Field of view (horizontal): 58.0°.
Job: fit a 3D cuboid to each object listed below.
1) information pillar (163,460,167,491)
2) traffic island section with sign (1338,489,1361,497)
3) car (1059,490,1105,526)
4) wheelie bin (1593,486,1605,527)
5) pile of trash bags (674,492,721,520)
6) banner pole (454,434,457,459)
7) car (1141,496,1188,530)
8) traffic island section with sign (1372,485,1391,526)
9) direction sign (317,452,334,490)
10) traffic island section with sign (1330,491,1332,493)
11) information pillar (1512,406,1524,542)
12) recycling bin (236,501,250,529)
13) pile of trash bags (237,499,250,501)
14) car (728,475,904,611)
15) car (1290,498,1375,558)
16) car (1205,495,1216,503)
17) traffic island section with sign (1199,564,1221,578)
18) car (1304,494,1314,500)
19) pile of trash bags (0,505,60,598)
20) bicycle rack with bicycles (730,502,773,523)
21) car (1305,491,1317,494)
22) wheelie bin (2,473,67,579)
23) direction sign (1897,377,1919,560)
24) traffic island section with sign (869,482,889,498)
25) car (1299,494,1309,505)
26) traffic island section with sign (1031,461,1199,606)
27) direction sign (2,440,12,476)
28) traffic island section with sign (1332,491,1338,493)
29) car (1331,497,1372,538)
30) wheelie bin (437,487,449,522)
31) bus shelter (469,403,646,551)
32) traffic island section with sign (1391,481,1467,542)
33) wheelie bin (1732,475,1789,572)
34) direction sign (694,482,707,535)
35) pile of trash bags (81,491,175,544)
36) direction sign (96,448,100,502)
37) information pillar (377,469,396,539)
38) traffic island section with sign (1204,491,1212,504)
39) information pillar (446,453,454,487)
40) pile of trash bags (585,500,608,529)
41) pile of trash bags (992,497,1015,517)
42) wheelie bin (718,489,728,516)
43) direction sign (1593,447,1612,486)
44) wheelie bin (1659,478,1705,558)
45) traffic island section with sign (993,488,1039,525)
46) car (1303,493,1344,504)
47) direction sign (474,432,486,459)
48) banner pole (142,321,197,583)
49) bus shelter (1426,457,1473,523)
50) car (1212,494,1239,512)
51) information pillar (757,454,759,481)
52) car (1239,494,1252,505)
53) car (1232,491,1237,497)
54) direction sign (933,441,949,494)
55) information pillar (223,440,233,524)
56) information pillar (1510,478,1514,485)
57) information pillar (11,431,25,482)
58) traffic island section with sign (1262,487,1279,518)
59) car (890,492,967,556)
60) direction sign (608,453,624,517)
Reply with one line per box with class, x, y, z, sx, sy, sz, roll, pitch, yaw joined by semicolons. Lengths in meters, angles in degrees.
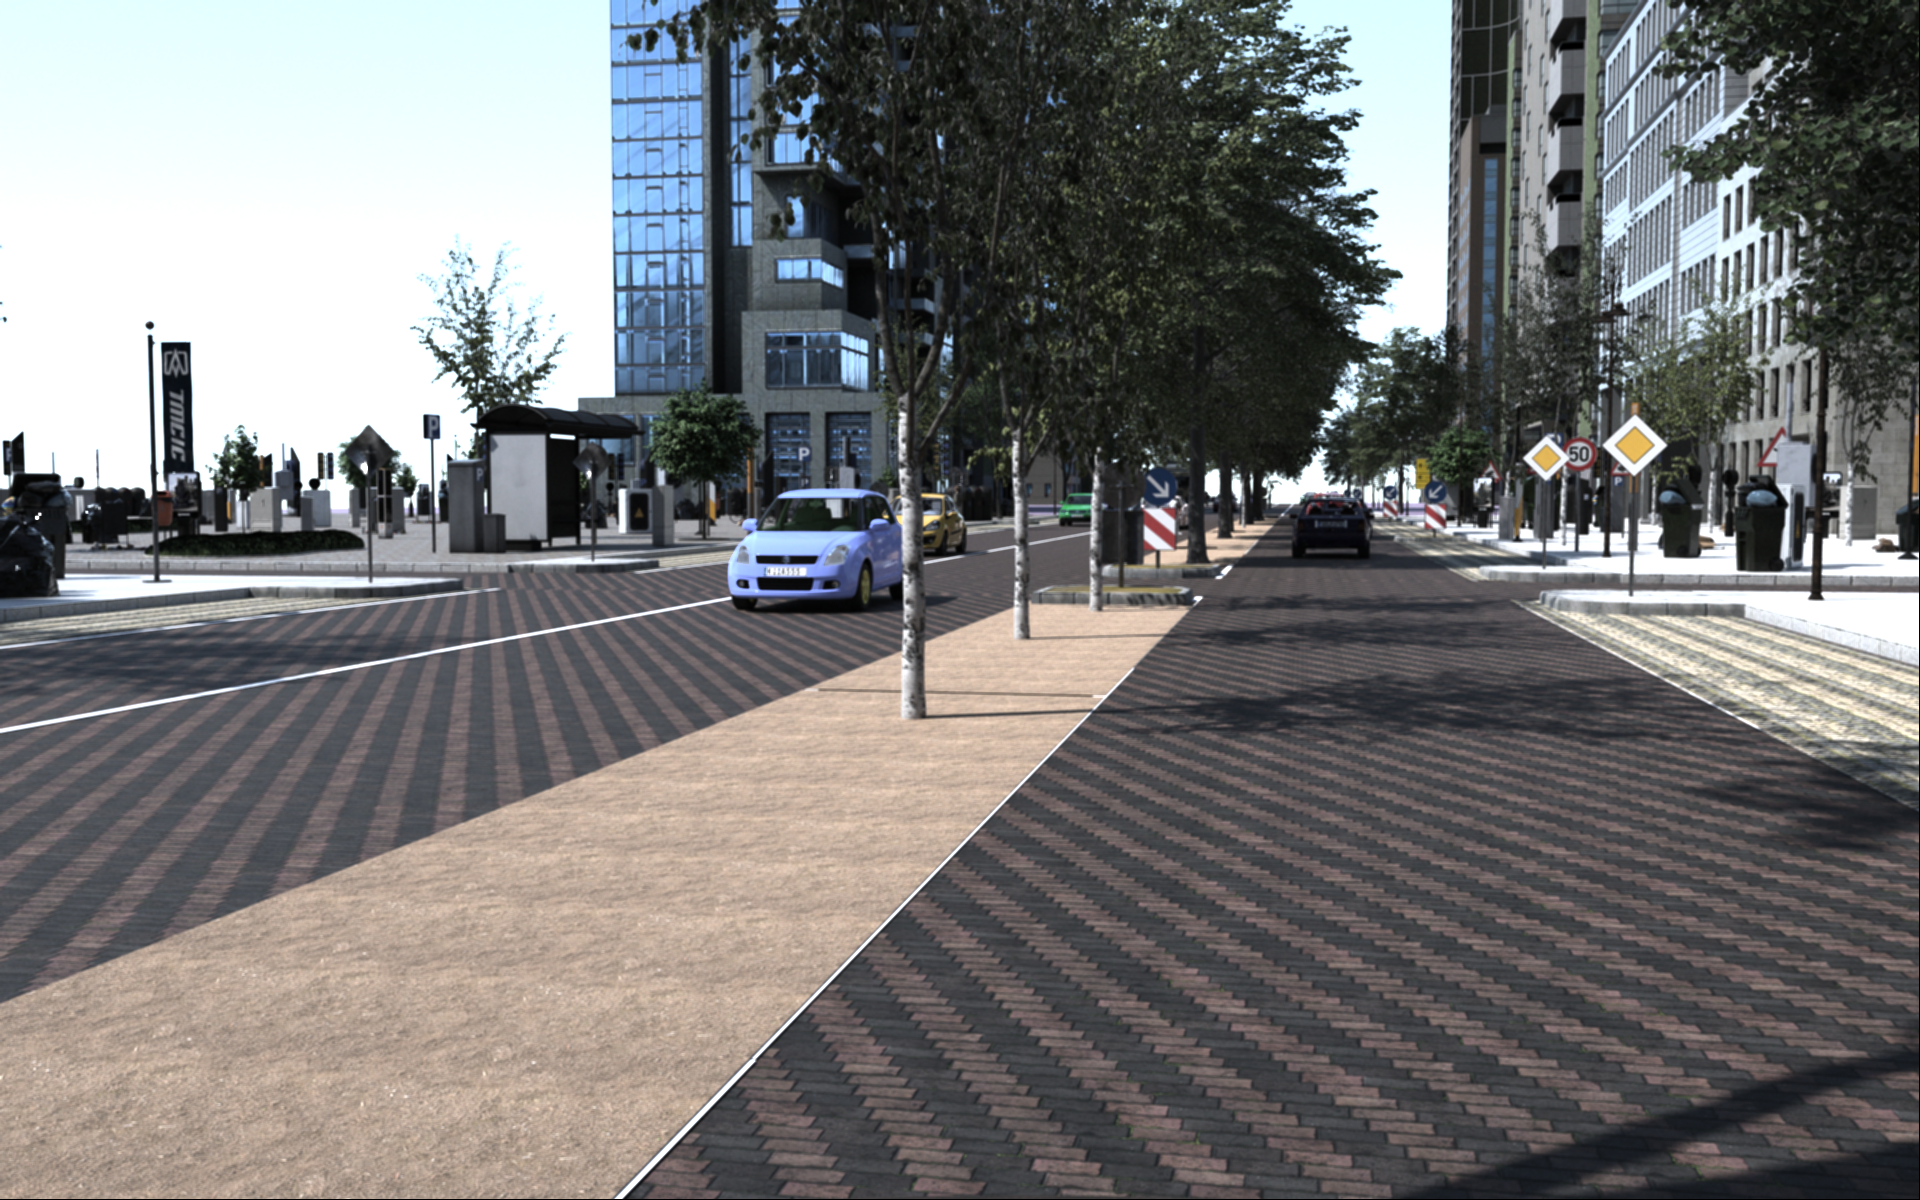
information pillar;-54.418;-7.792;118.757;0.504;3.616;0.183;1;4;16
traffic island section with sign;28.992;-7.247;127.119;1.989;1.847;2.006;1;4;11
car;5.559;-4.262;78.478;1.959;1.807;4.718;1;4;10
wheelie bin;24.920;-3.603;66.812;0.980;1.594;0.693;-1;4;-16
pile of trash bags;-13.256;-4.712;86.787;1.912;1.369;3.447;2;4;35
banner pole;-21.161;-5.059;72.736;0.401;3.779;0.863;-1;4;-17
car;8.423;-3.596;71.158;2.083;1.381;4.827;1;4;12
traffic island section with sign;19.351;-4.273;78.493;1.989;1.847;2.006;1;4;11
direction sign;-34.347;-6.229;93.834;0.876;3.537;0.379;0;4;2
traffic island section with sign;45.141;-12.227;208.544;1.989;1.847;2.006;1;4;11
information pillar;14.933;-3.356;46.224;0.183;3.616;0.504;2;4;32
recycling bin;-26.156;-3.136;63.828;0.722;1.027;0.722;3;4;36
pile of trash bags;-41.330;-5.562;100.686;3.447;1.369;1.912;-2;4;-30
car;-1.762;-0.788;22.472;1.945;1.707;3.694;1;4;10
car;8.600;-1.683;40.090;1.945;1.354;3.894;1;4;12
car;35.930;-14.411;248.193;1.945;1.354;3.894;1;4;10
traffic island section with sign;3.542;-1.365;30.447;2.006;1.907;1.989;1;4;11
car;36.351;-10.240;177.646;2.015;1.641;3.980;1;4;11
pile of trash bags;-13.120;-0.727;21.635;3.447;1.369;1.912;-1;4;-19
bicycle rack with bicycles;-8.742;-3.869;76.642;2.925;0.926;2.852;0;4;0
car;49.138;-14.316;242.738;2.281;1.827;5.304;1;4;9
wheelie bin;-13.894;-1.118;26.181;0.693;1.594;0.980;3;5;39
direction sign;18.618;-2.563;33.902;0.379;3.537;0.876;2;4;26
traffic island section with sign;-2.638;-2.821;54.755;1.989;1.847;2.006;1;4;11
car;44.880;-12.974;223.925;2.131;1.459;4.920;1;4;13
traffic island section with sign;2.092;-0.920;23.183;2.006;1.907;1.989;1;4;11
direction sign;-39.923;-4.957;73.050;0.379;3.537;0.876;2;4;25
traffic island section with sign;34.315;-8.891;153.998;1.989;1.847;2.006;1;4;11
car;12.865;-2.788;58.161;1.945;1.354;3.894;1;4;9
wheelie bin;-23.544;-4.370;79.354;0.693;1.594;0.980;0;4;1
bus shelter;-9.451;-2.898;41.305;2.014;3.302;5.546;1;4;11
traffic island section with sign;14.117;-2.656;52.049;1.989;1.847;2.006;1;4;11
wheelie bin;13.221;-1.268;28.645;0.693;1.594;0.980;0;4;-3
direction sign;-8.183;-3.822;54.494;0.379;3.537;0.876;-2;4;-29
pile of trash bags;-22.397;-2.177;45.348;3.447;1.369;1.912;-1;4;-15
direction sign;-42.857;-5.759;86.160;0.379;3.537;0.876;-2;4;-30
information pillar;-16.573;-2.778;49.914;0.304;2.012;0.304;2;4;26
traffic island section with sign;33.669;-14.025;237.943;1.989;1.847;2.006;1;4;11
information pillar;-28.897;-6.540;98.278;0.183;3.616;0.504;3;5;39
pile of trash bags;-14.854;-3.376;64.958;3.447;1.369;1.912;0;4;2
pile of trash bags;1.553;-5.385;97.789;3.447;1.369;1.912;-1;4;-9
wheelie bin;-14.288;-5.815;102.988;0.980;1.594;0.693;0;4;-2
direction sign;31.015;-5.606;83.655;0.876;3.537;0.379;0;4;-6
wheelie bin;14.498;-1.649;34.861;0.980;1.594;0.693;-3;5;-44
traffic island section with sign;2.695;-4.468;81.687;1.989;1.847;2.006;1;4;11
car;16.269;-4.126;76.499;2.155;1.783;4.494;1;4;10
direction sign;-17.468;-4.352;63.154;0.379;3.537;0.876;-3;5;-43
banner pole;-11.473;-2.145;25.096;0.863;3.779;0.401;0;4;7
bus shelter;22.582;-5.239;79.573;2.014;3.302;5.546;1;4;11
car;21.287;-7.935;138.770;2.155;1.783;4.494;1;4;12
information pillar;-11.915;-6.773;102.085;0.183;3.616;0.504;-1;4;-9
car;33.357;-11.676;200.493;1.945;1.707;3.694;1;4;13
car;36.662;-13.946;236.696;2.281;1.827;5.304;1;4;11
direction sign;-0.811;-5.025;74.149;0.876;3.537;0.379;3;4;37
information pillar;-31.720;-5.114;74.975;0.504;3.616;0.183;3;5;43
information pillar;25.253;-4.556;78.987;0.304;2.012;0.304;-2;4;-28
information pillar;-34.677;-4.433;63.832;0.183;3.616;0.504;2;4;29
traffic island section with sign;18.147;-5.873;104.158;2.006;1.907;1.989;1;4;11
car;-0.950;-1.898;41.250;2.015;1.641;3.980;1;4;10
direction sign;-19.156;-6.395;96.552;0.876;3.537;0.379;-2;4;-25
